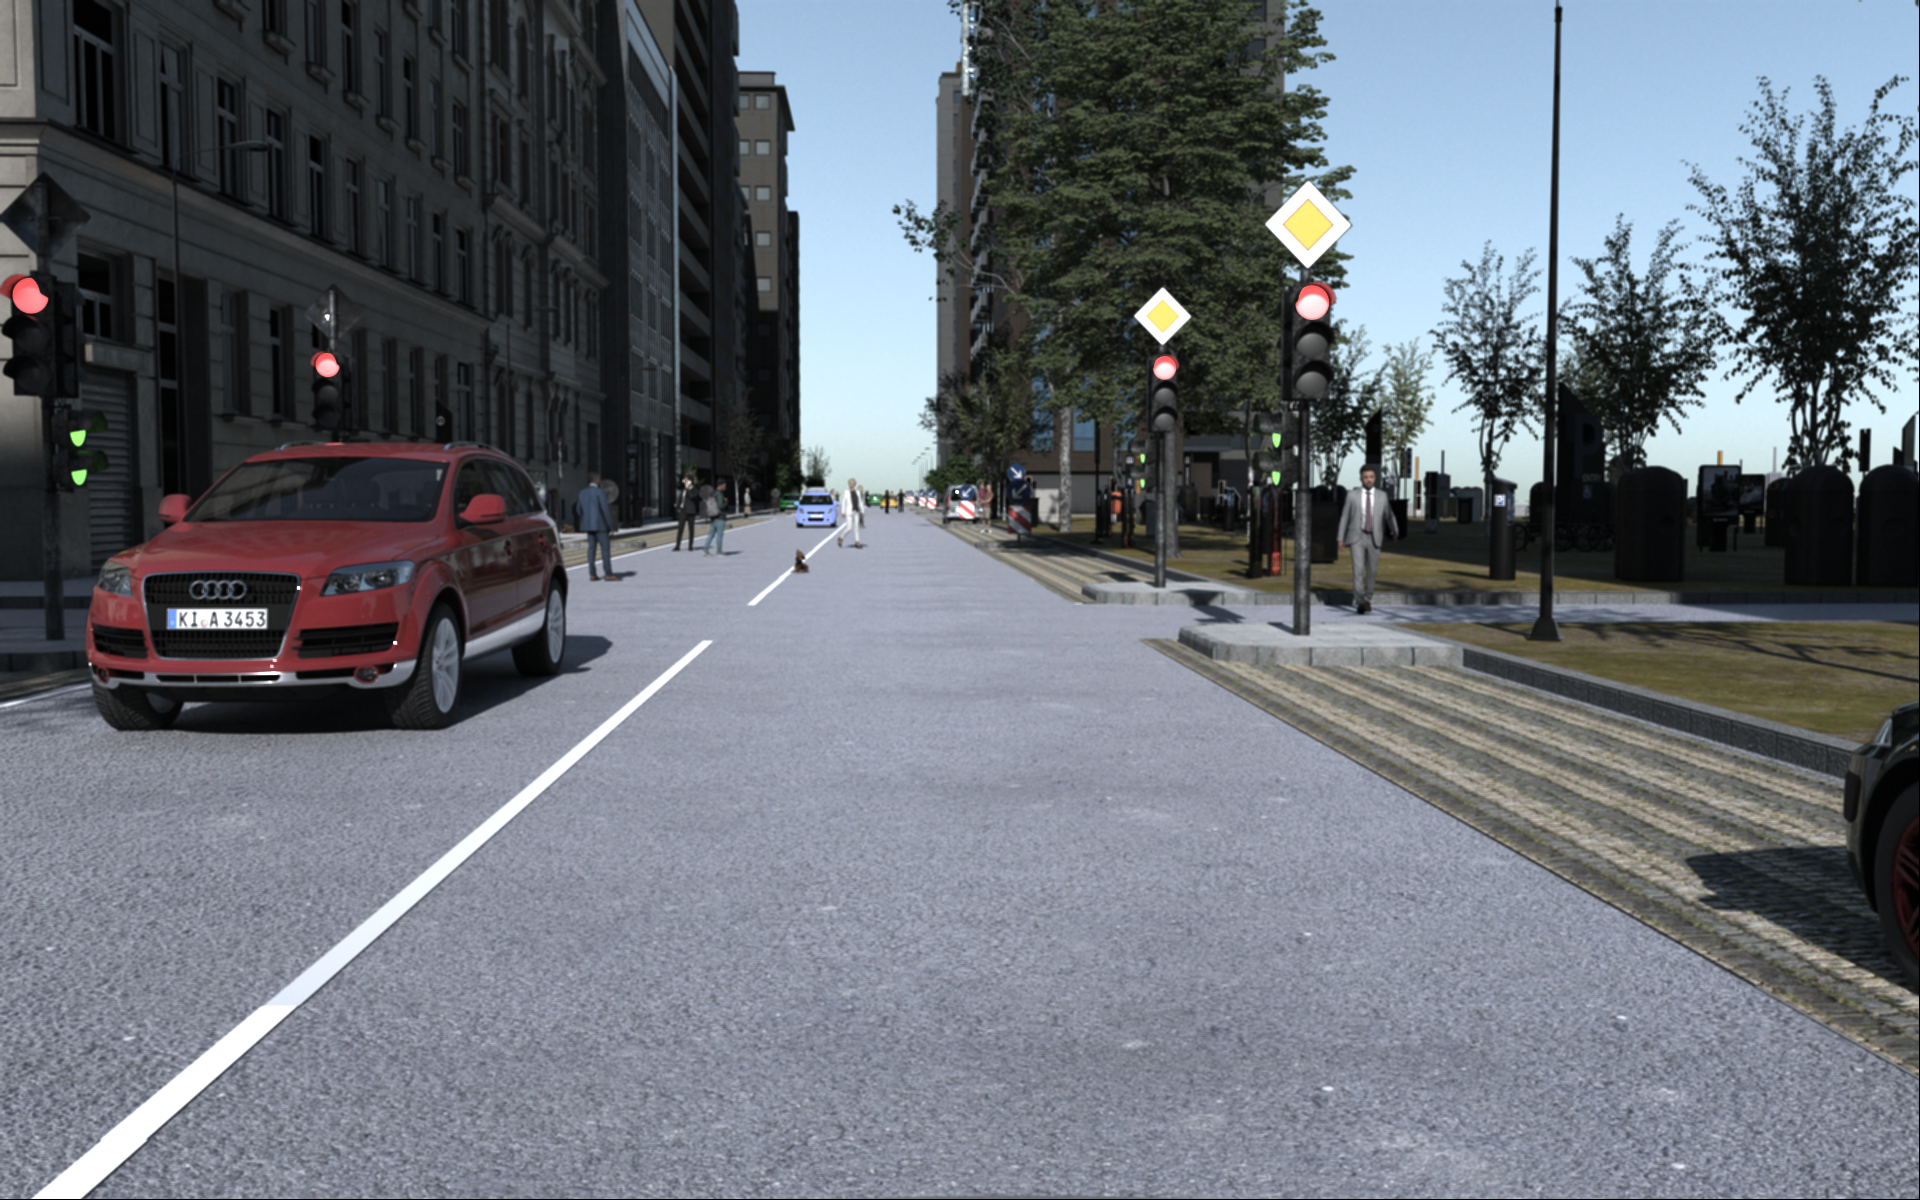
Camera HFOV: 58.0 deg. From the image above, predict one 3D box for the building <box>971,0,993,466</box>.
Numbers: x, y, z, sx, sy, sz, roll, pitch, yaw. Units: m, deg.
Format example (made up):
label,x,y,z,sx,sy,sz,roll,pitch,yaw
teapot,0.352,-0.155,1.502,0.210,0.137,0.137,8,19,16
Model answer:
label,x,y,z,sx,sy,sz,roll,pitch,yaw
building,12.497,-32.883,157.249,23.786,49.044,30.456,0,4,-3

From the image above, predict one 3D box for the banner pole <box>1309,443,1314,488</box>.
label,x,y,z,sx,sy,sz,roll,pitch,yaw
banner pole,16.992,-5.768,84.321,0.401,3.779,0.863,-3,4,-37

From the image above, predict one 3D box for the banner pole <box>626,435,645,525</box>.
label,x,y,z,sx,sy,sz,roll,pitch,yaw
banner pole,-13.641,-5.072,72.944,0.863,3.779,0.401,-1,4,-20

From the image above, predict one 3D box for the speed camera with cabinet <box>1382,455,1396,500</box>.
label,x,y,z,sx,sy,sz,roll,pitch,yaw
speed camera with cabinet,21.933,-5.800,89.170,0.660,3.252,2.038,0,4,1

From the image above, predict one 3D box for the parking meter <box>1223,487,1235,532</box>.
label,x,y,z,sx,sy,sz,roll,pitch,yaw
parking meter,9.128,-3.083,58.811,0.372,1.533,0.369,0,3,0

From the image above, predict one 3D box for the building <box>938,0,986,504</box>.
label,x,y,z,sx,sy,sz,roll,pitch,yaw
building,8.967,-55.060,212.902,22.319,86.520,31.000,0,4,-3

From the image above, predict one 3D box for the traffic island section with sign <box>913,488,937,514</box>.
label,x,y,z,sx,sy,sz,roll,pitch,yaw
traffic island section with sign,-2.164,-7.032,123.596,1.989,1.847,2.006,0,4,-3

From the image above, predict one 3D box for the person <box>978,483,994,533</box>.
label,x,y,z,sx,sy,sz,roll,pitch,yaw
person,0.922,-3.391,63.911,0.580,1.828,0.573,-1,4,-15

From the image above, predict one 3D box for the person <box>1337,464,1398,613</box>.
label,x,y,z,sx,sy,sz,roll,pitch,yaw
person,4.904,-0.740,20.878,0.678,1.792,0.850,0,4,5

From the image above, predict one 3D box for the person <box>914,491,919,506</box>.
label,x,y,z,sx,sy,sz,roll,pitch,yaw
person,-5.098,-11.896,202.863,0.599,1.838,0.709,3,5,39

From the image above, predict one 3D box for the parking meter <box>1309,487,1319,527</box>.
label,x,y,z,sx,sy,sz,roll,pitch,yaw
parking meter,13.602,-3.558,66.580,0.372,1.533,0.369,0,3,0

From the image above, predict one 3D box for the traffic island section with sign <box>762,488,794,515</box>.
label,x,y,z,sx,sy,sz,roll,pitch,yaw
traffic island section with sign,-12.900,-6.912,121.639,1.989,1.847,2.006,0,4,-3

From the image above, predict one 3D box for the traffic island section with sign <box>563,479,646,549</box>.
label,x,y,z,sx,sy,sz,roll,pitch,yaw
traffic island section with sign,-9.427,-2.294,46.134,1.989,1.847,2.006,0,4,-3

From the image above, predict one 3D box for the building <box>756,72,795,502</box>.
label,x,y,z,sx,sy,sz,roll,pitch,yaw
building,-35.856,-38.614,220.578,28.713,52.752,27.495,0,4,-3

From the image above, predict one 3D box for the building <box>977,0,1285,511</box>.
label,x,y,z,sx,sy,sz,roll,pitch,yaw
building,12.030,-42.346,130.609,20.563,71.187,20.611,0,4,-3

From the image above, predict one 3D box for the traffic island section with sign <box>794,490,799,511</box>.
label,x,y,z,sx,sy,sz,roll,pitch,yaw
traffic island section with sign,-14.165,-8.595,149.161,1.989,1.847,2.006,0,4,-3

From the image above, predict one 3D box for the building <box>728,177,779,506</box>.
label,x,y,z,sx,sy,sz,roll,pitch,yaw
building,-36.924,-30.761,194.821,32.217,40.220,23.993,0,4,-3

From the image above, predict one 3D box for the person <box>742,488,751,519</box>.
label,x,y,z,sx,sy,sz,roll,pitch,yaw
person,-11.966,-5.387,97.070,0.515,1.767,0.782,0,4,-3

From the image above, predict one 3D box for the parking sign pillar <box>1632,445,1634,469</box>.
label,x,y,z,sx,sy,sz,roll,pitch,yaw
parking sign pillar,36.309,-6.524,95.141,1.447,3.967,1.447,1,4,22

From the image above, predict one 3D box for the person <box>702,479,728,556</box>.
label,x,y,z,sx,sy,sz,roll,pitch,yaw
person,-5.569,-1.893,39.803,0.623,1.781,0.721,3,5,44

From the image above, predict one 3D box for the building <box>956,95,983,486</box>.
label,x,y,z,sx,sy,sz,roll,pitch,yaw
building,6.739,-33.107,191.412,14.600,45.320,14.200,0,4,-3

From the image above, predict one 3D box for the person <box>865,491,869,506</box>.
label,x,y,z,sx,sy,sz,roll,pitch,yaw
person,-10.755,-11.837,202.172,0.705,1.807,1.348,-2,4,-30

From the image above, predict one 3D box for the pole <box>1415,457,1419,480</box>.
label,x,y,z,sx,sy,sz,roll,pitch,yaw
pole,25.112,-6.199,95.203,0.158,3.312,0.155,0,3,0

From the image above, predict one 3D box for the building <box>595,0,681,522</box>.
label,x,y,z,sx,sy,sz,roll,pitch,yaw
building,-21.444,-16.499,87.774,12.078,24.808,19.932,0,4,-3

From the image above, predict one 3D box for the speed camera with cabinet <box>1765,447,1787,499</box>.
label,x,y,z,sx,sy,sz,roll,pitch,yaw
speed camera with cabinet,34.737,-4.764,72.220,2.038,3.252,0.660,3,5,45

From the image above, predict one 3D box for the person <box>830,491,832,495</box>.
label,x,y,z,sx,sy,sz,roll,pitch,yaw
person,-14.470,-11.358,194.290,0.705,1.812,1.348,1,4,14

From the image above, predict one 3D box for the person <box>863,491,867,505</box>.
label,x,y,z,sx,sy,sz,roll,pitch,yaw
person,-12.096,-13.115,222.915,1.348,1.826,0.705,-2,4,-34

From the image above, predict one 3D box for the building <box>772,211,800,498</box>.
label,x,y,z,sx,sy,sz,roll,pitch,yaw
building,-29.826,-34.219,243.082,14.154,41.232,14.086,0,4,-3

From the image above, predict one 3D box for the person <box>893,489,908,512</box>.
label,x,y,z,sx,sy,sz,roll,pitch,yaw
person,-4.715,-7.919,138.003,1.348,1.821,0.705,2,4,26

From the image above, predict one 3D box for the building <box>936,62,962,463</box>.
label,x,y,z,sx,sy,sz,roll,pitch,yaw
building,7.247,-42.929,243.891,21.231,58.520,28.212,0,4,-3

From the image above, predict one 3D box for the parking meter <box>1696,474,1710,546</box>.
label,x,y,z,sx,sy,sz,roll,pitch,yaw
parking meter,18.293,-2.249,42.475,0.399,1.863,0.255,0,4,0

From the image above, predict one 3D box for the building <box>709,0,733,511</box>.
label,x,y,z,sx,sy,sz,roll,pitch,yaw
building,-24.236,-29.120,126.224,14.600,45.320,14.200,0,4,-3

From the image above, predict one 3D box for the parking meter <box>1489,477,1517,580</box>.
label,x,y,z,sx,sy,sz,roll,pitch,yaw
parking meter,8.106,-1.066,25.843,0.372,1.533,0.369,0,3,0

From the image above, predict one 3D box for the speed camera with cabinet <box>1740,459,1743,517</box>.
label,x,y,z,sx,sy,sz,roll,pitch,yaw
speed camera with cabinet,44.417,-6.356,98.248,0.660,3.252,2.038,2,4,28

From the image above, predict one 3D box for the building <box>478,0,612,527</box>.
label,x,y,z,sx,sy,sz,roll,pitch,yaw
building,-21.700,-17.025,65.752,14.401,28.519,23.554,0,4,-3

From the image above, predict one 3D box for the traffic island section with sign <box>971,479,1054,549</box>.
label,x,y,z,sx,sy,sz,roll,pitch,yaw
traffic island section with sign,1.410,-2.290,46.076,1.989,1.847,2.006,0,4,-3

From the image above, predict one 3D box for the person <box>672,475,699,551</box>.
label,x,y,z,sx,sy,sz,roll,pitch,yaw
person,-6.906,-2.191,43.691,0.648,1.900,0.474,1,4,16

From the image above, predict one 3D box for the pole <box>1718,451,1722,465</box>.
label,x,y,z,sx,sy,sz,roll,pitch,yaw
pole,35.890,-5.384,81.866,0.158,3.312,0.155,0,3,0

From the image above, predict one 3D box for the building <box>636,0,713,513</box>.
label,x,y,z,sx,sy,sz,roll,pitch,yaw
building,-27.262,-29.598,107.631,21.300,48.544,21.600,0,4,-3

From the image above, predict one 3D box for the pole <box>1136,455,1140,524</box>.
label,x,y,z,sx,sy,sz,roll,pitch,yaw
pole,7.619,-4.904,74.028,0.158,3.312,0.155,0,3,0

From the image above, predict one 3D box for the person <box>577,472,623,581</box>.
label,x,y,z,sx,sy,sz,roll,pitch,yaw
person,-5.987,-1.218,28.595,0.721,1.800,0.419,1,4,20

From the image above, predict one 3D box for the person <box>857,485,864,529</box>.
label,x,y,z,sx,sy,sz,roll,pitch,yaw
person,-4.248,-3.882,72.148,0.526,1.800,0.537,1,4,21

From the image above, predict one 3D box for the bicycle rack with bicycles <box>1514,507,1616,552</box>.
label,x,y,z,sx,sy,sz,roll,pitch,yaw
bicycle rack with bicycles,14.043,-1.574,39.113,2.925,0.926,2.852,3,4,36

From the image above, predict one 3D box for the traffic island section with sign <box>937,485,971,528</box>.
label,x,y,z,sx,sy,sz,roll,pitch,yaw
traffic island section with sign,0.149,-3.959,73.361,1.989,1.847,2.006,0,4,-3

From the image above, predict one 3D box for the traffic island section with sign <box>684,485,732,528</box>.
label,x,y,z,sx,sy,sz,roll,pitch,yaw
traffic island section with sign,-10.654,-3.941,73.062,1.989,1.847,2.006,0,4,-3

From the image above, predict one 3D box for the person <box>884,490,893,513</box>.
label,x,y,z,sx,sy,sz,roll,pitch,yaw
person,-5.341,-7.309,128.721,0.721,1.735,1.217,-2,4,-30

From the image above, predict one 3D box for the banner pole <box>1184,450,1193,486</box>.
label,x,y,z,sx,sy,sz,roll,pitch,yaw
banner pole,12.925,-6.585,97.685,0.401,3.779,0.863,-2,4,-34

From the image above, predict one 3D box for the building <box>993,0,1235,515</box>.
label,x,y,z,sx,sy,sz,roll,pitch,yaw
building,9.527,-28.366,113.893,14.600,45.320,14.200,0,4,-3

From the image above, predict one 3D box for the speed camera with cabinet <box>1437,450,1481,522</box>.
label,x,y,z,sx,sy,sz,roll,pitch,yaw
speed camera with cabinet,22.559,-5.153,78.580,2.038,3.252,0.660,0,4,6

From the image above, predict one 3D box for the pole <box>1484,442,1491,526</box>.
label,x,y,z,sx,sy,sz,roll,pitch,yaw
pole,20.865,-4.565,68.480,0.158,3.312,0.155,0,3,0

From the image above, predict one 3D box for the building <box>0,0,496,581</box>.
label,x,y,z,sx,sy,sz,roll,pitch,yaw
building,-21.287,-12.562,38.670,16.112,22.955,30.059,0,4,-3

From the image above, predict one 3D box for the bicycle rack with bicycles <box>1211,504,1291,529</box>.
label,x,y,z,sx,sy,sz,roll,pitch,yaw
bicycle rack with bicycles,11.001,-3.171,65.230,2.925,0.926,2.852,1,4,12

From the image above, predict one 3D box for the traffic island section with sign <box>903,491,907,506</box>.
label,x,y,z,sx,sy,sz,roll,pitch,yaw
traffic island section with sign,-5.954,-12.081,206.154,1.989,1.847,2.006,0,4,-3

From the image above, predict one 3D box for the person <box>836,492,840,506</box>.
label,x,y,z,sx,sy,sz,roll,pitch,yaw
person,-14.886,-12.397,211.993,0.742,1.727,0.445,1,4,23

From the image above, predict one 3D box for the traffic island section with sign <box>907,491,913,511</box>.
label,x,y,z,sx,sy,sz,roll,pitch,yaw
traffic island section with sign,-3.406,-8.685,150.621,1.989,1.847,2.006,0,4,-3

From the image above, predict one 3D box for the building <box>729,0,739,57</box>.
label,x,y,z,sx,sy,sz,roll,pitch,yaw
building,-32.902,-34.079,146.430,28.713,52.752,27.495,0,4,-3

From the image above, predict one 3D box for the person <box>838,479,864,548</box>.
label,x,y,z,sx,sy,sz,roll,pitch,yaw
person,-2.888,-2.289,45.803,0.818,1.842,0.514,3,5,41

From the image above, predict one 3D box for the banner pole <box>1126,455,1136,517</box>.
label,x,y,z,sx,sy,sz,roll,pitch,yaw
banner pole,9.732,-6.586,97.697,0.863,3.779,0.401,0,4,-5

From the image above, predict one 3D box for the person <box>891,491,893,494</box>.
label,x,y,z,sx,sy,sz,roll,pitch,yaw
person,-9.463,-14.255,241.576,0.705,1.824,1.348,-1,4,-20

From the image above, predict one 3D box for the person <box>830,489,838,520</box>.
label,x,y,z,sx,sy,sz,roll,pitch,yaw
person,-6.952,-5.210,94.693,0.512,1.701,0.522,-1,4,-22
